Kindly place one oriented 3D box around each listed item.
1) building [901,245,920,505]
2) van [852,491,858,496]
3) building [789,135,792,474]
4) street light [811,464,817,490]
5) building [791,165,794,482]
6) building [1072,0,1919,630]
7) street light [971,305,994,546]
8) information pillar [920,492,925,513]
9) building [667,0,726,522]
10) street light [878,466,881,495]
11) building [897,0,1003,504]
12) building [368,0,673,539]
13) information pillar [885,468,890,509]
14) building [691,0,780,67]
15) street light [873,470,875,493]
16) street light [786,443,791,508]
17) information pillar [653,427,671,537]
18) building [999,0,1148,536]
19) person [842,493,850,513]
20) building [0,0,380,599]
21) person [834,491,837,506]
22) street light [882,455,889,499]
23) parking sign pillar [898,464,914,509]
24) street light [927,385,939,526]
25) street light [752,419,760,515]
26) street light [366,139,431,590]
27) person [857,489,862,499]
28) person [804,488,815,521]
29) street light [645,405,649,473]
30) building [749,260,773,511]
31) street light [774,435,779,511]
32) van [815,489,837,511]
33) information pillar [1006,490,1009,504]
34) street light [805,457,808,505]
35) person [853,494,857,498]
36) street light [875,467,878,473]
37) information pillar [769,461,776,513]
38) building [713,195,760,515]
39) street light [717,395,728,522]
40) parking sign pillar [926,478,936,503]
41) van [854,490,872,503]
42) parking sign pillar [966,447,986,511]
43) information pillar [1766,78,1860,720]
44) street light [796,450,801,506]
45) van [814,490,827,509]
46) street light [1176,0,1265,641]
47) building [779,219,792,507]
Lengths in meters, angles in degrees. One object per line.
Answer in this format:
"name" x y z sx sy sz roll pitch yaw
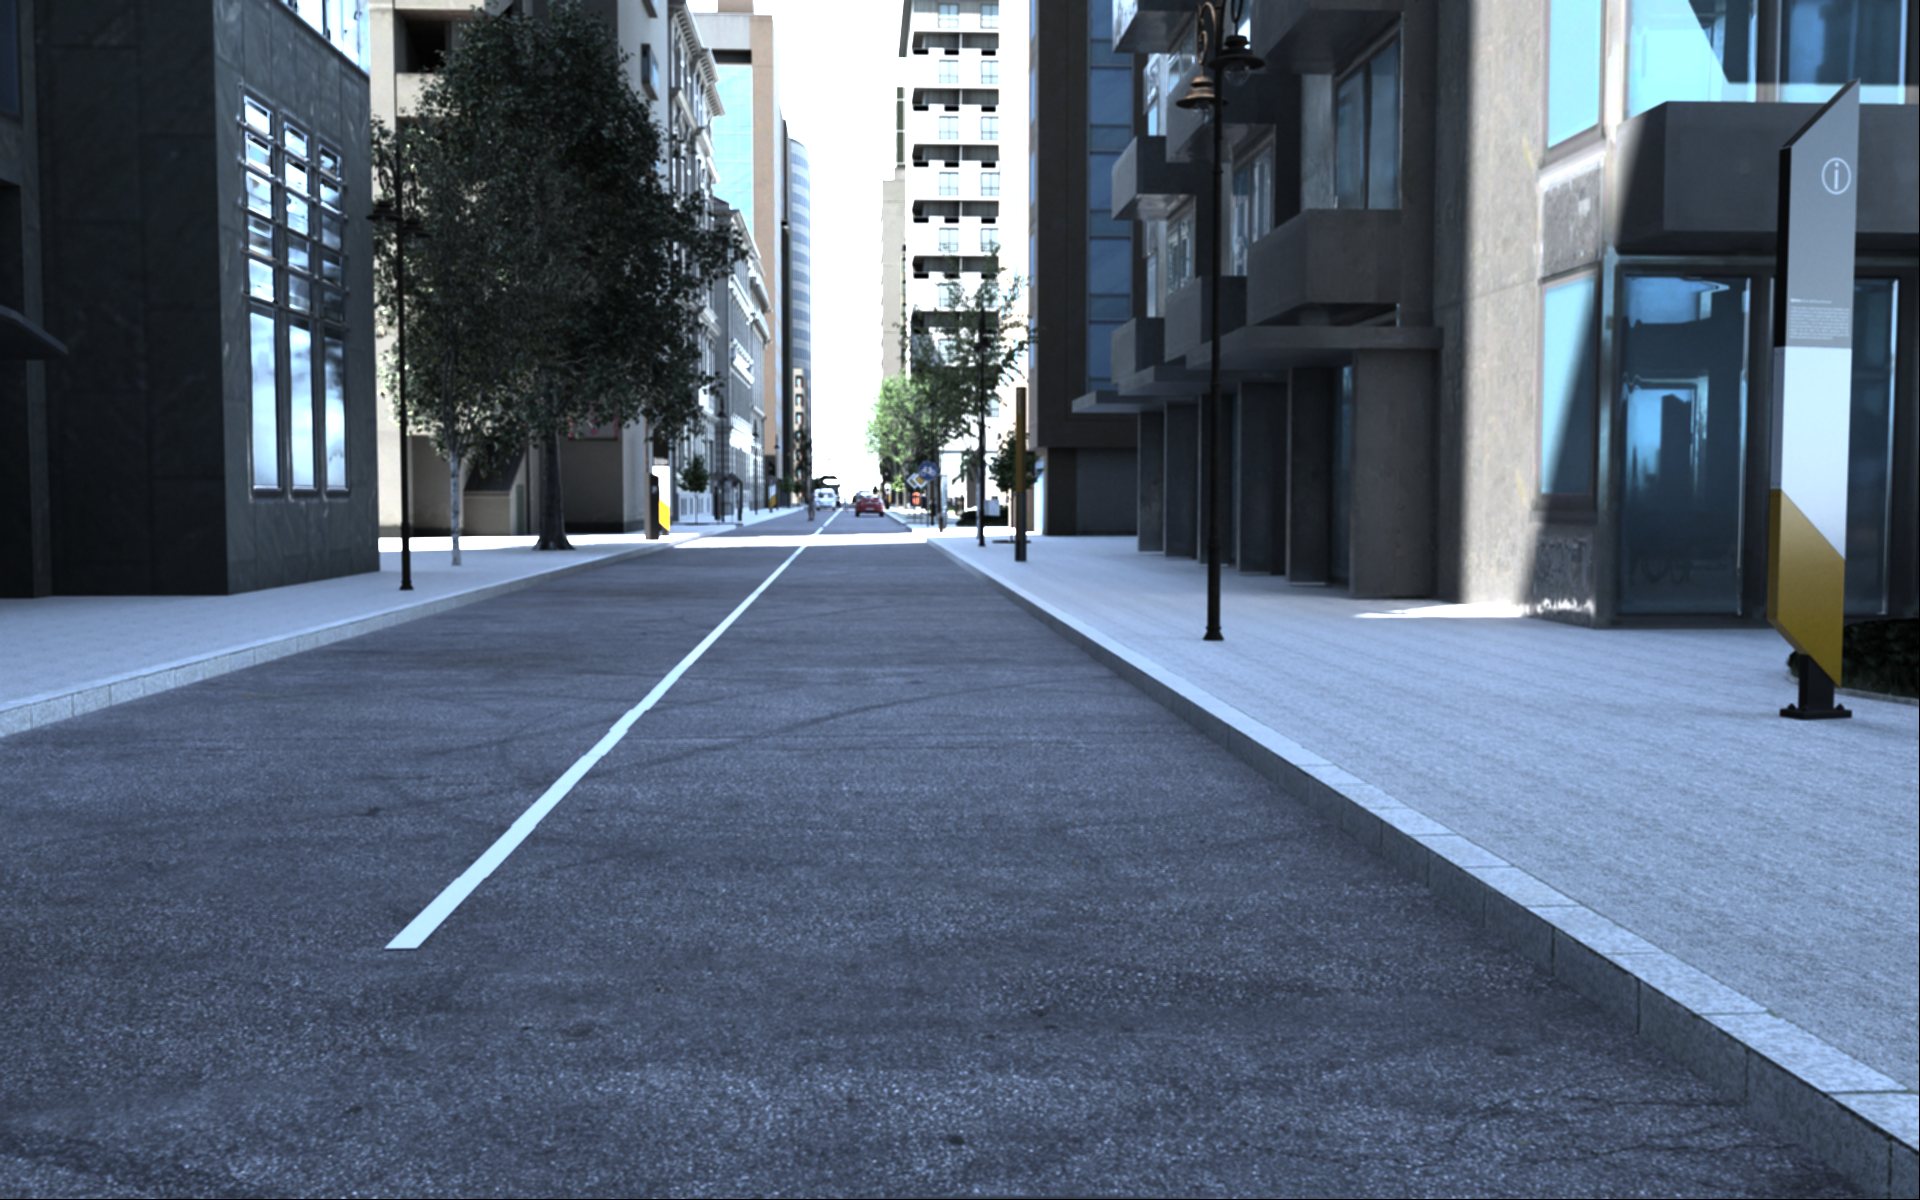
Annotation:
"building" 0.136 -26.329 202.181 14.160 30.474 14.107 0 4 -3
"van" -16.329 -16.576 278.035 2.013 2.044 4.112 0 4 -4
"building" -26.210 -32.894 187.928 14.600 45.320 14.200 0 4 -3
"street light" -20.284 -16.250 238.479 0.468 5.910 1.993 0 4 -3
"building" -26.766 -33.760 202.094 14.600 45.320 14.200 0 4 -3
"building" 14.765 -24.998 28.321 23.786 49.044 30.456 0 4 -3
"street light" 0.541 -4.261 42.452 0.468 5.910 1.993 0 4 -3
"information pillar" -2.500 -6.846 116.421 0.304 2.012 0.304 0 4 -5
"building" -19.862 -18.502 89.896 14.401 28.519 23.554 0 4 -3
"street light" -9.101 -14.120 203.655 0.468 5.910 1.993 0 4 -3
"building" 8.170 -36.204 181.182 28.713 52.752 27.495 0 4 -3
"building" -21.653 -26.589 58.440 21.600 48.544 21.300 0 4 -3
"information pillar" -6.424 -9.918 153.518 0.504 3.616 0.183 -1 4 -10
"building" -23.707 -31.172 159.772 14.600 45.320 14.200 0 4 -3
"street light" -12.433 -17.558 259.860 0.468 5.910 1.993 0 4 -3
"street light" -15.441 -11.217 156.189 0.468 5.910 1.993 0 4 -3
"information pillar" -9.013 -3.728 52.305 0.504 3.616 0.183 -1 4 -10
"building" 8.794 -24.972 58.404 14.600 45.320 14.200 0 4 -3
"person" -8.627 -7.331 130.962 0.523 1.515 0.503 1 4 22
"building" -17.882 -42.664 10.225 22.319 86.520 31.000 0 4 -3
"person" -15.159 -12.438 211.496 0.705 1.869 1.348 0 4 -5
"street light" -7.503 -12.474 176.730 0.468 5.910 1.993 0 4 -3
"parking sign pillar" -4.485 -9.652 146.287 1.447 3.967 1.447 0 4 6
"street light" -1.126 -5.980 70.568 0.468 5.910 1.993 0 4 -3
"street light" -12.516 -8.160 106.211 0.468 5.910 1.993 0 4 -3
"street light" -7.421 -3.074 23.044 0.468 5.910 1.993 0 4 -3
"person" -8.573 -8.592 148.841 0.638 1.841 0.748 -2 4 -24
"person" -8.054 -5.130 92.727 0.532 1.782 0.716 -2 4 -33
"street light" -9.002 -4.707 49.739 0.468 5.910 1.993 0 4 -3
"building" -21.844 -17.957 135.400 13.314 21.916 24.055 0 4 -3
"street light" -14.067 -9.813 133.237 0.468 5.910 1.993 0 4 -3
"van" -11.782 -8.888 152.329 2.013 2.044 4.112 0 4 -3
"information pillar" 4.017 -8.567 144.561 0.304 2.012 0.304 1 4 18
"street light" -18.585 -14.485 209.615 0.468 5.910 1.993 0 4 -3
"person" -13.485 -13.497 229.200 1.348 1.821 0.705 1 4 11
"street light" -10.737 -15.753 230.347 0.468 5.910 1.993 0 4 -3
"information pillar" -13.055 -7.887 120.300 0.504 3.616 0.183 -1 4 -9
"building" -19.387 -16.928 112.924 11.583 22.565 21.152 0 4 -3
"street light" -10.899 -6.528 79.517 0.468 5.910 1.993 0 4 -3
"parking sign pillar" -2.725 -10.051 152.801 1.447 3.967 1.447 0 4 2
"van" -9.318 -9.865 168.301 2.013 2.044 4.112 0 4 -5
"parking sign pillar" 0.885 -6.620 96.715 1.447 3.967 1.447 -2 4 -35
"information pillar" 4.842 -1.130 9.825 0.504 3.616 0.183 -1 4 -18
"street light" -17.049 -12.850 182.883 0.468 5.910 1.993 0 4 -3
"van" -13.773 -9.889 168.695 2.013 2.044 4.112 0 4 -3
"street light" 2.230 -2.585 15.059 0.468 5.910 1.993 0 4 -3
"building" -24.308 -24.626 174.342 14.160 30.474 14.107 0 4 -3
